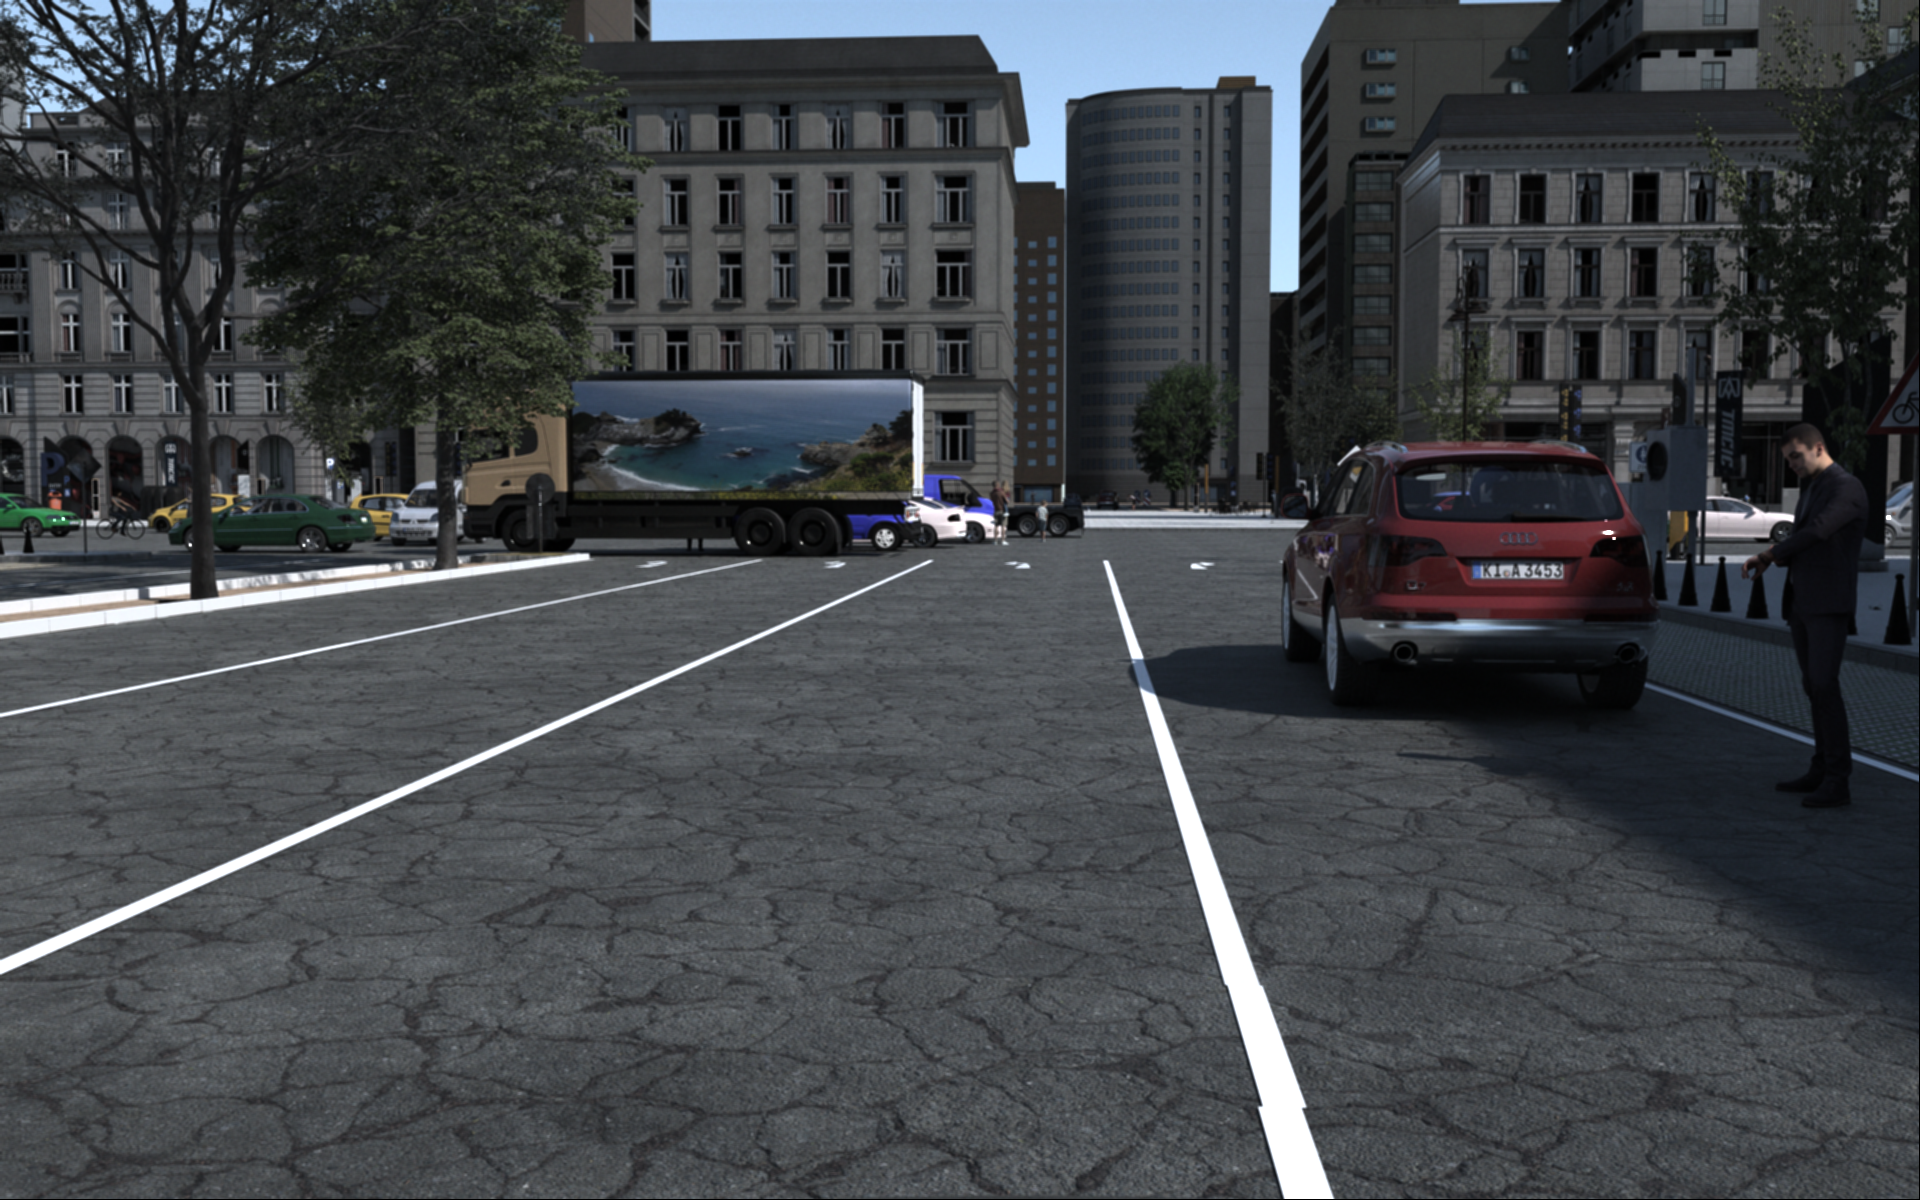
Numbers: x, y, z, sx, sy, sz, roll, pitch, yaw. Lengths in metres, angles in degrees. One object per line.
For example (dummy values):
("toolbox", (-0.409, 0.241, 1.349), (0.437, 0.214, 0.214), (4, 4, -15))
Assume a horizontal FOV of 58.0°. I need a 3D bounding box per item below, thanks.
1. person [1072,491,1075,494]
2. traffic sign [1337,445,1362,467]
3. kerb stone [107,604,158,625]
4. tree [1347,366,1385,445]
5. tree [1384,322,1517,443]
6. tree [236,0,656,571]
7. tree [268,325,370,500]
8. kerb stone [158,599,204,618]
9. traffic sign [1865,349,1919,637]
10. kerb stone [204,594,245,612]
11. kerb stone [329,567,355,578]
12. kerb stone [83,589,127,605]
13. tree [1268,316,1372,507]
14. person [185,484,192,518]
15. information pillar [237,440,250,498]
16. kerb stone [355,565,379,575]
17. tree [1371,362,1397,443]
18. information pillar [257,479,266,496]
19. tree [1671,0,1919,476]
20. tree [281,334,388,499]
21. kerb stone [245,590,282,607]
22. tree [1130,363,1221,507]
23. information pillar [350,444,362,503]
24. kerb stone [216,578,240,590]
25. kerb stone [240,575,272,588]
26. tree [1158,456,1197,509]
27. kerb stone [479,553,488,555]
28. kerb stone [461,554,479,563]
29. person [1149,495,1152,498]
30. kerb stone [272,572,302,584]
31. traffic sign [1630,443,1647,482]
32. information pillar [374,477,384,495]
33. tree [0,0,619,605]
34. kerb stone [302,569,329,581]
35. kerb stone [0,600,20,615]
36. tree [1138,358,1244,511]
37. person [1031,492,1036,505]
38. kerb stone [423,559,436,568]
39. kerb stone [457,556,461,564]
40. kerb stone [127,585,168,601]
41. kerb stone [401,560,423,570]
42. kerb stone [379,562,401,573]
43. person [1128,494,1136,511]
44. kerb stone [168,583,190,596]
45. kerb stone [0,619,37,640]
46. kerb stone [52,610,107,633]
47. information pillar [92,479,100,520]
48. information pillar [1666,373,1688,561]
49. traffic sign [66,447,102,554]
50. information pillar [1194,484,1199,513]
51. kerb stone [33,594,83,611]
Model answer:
("person", (13.259, -11.860, 203.076), (0.621, 1.740, 0.551), (-2, 4, -30))
("traffic sign", (8.073, -1.939, 35.349), (0.795, 2.450, 0.064), (0, 4, 4))
("kerb stone", (-9.341, 0.171, 19.399), (0.120, 0.150, 1.000), (0, 4, 4))
("tree", (24.147, -9.143, 99.849), (4.737, 8.622, 4.395), (0, 3, 0))
("tree", (21.496, -7.555, 73.892), (4.737, 8.622, 4.395), (0, 3, 0))
("tree", (-9.542, -6.814, 31.987), (7.486, 12.596, 7.792), (0, 3, 0))
("tree", (-26.201, -7.413, 71.573), (4.360, 8.622, 3.978), (0, 3, 0))
("kerb stone", (-9.265, 0.108, 20.429), (0.120, 0.150, 1.000), (0, 4, 4))
("traffic sign", (8.537, -0.945, 15.459), (0.884, 2.594, 0.081), (1, 4, 12))
("kerb stone", (-9.187, 0.051, 21.452), (0.120, 0.150, 1.000), (0, 4, 4))
("kerb stone", (-10.700, -0.461, 29.735), (0.120, 0.150, 1.000), (0, 4, 4))
("kerb stone", (-11.223, -0.022, 22.557), (0.120, 0.150, 1.000), (0, 4, 4))
("tree", (14.658, -7.379, 71.010), (4.360, 8.622, 3.978), (0, 3, 0))
("person", (-27.478, -3.240, 61.814), (0.599, 1.781, 0.374), (3, 5, 43))
("information pillar", (-30.782, -5.084, 74.473), (0.504, 3.616, 0.183), (0, 4, -2))
("kerb stone", (-10.634, -0.524, 30.761), (0.120, 0.150, 1.000), (0, 4, 4))
("tree", (21.783, -8.846, 94.989), (4.360, 8.622, 3.978), (0, 3, 0))
("information pillar", (-33.850, -4.858, 83.920), (0.304, 2.012, 0.304), (0, 4, 1))
("tree", (12.793, -4.580, 25.245), (4.737, 8.622, 4.395), (0, 3, 0))
("tree", (-28.132, -7.773, 77.443), (4.737, 8.622, 4.395), (0, 3, 0))
("kerb stone", (-9.118, -0.017, 22.478), (0.120, 0.150, 1.000), (0, 4, 4))
("tree", (20.715, -16.013, 168.473), (9.857, 13.997, 8.962), (0, 3, 0))
("information pillar", (-28.304, -5.490, 81.116), (0.504, 3.616, 0.183), (0, 4, 4))
("kerb stone", (-10.994, -0.210, 25.635), (0.120, 0.150, 1.000), (0, 4, 4))
("kerb stone", (-10.919, -0.271, 26.659), (0.120, 0.150, 1.000), (0, 4, 4))
("tree", (18.639, -10.122, 149.214), (4.285, 4.588, 4.351), (0, 3, 0))
("kerb stone", (-10.194, -0.899, 36.916), (0.120, 0.150, 1.000), (0, 4, 4))
("kerb stone", (-10.261, -0.837, 35.883), (0.120, 0.150, 1.000), (0, 4, 4))
("person", (23.317, -12.617, 214.412), (0.705, 1.869, 1.348), (-2, 4, -34))
("kerb stone", (-10.848, -0.336, 27.686), (0.120, 0.150, 1.000), (0, 4, 4))
("traffic sign", (13.374, -1.940, 33.855), (0.606, 2.300, 0.079), (1, 4, 12))
("information pillar", (-24.875, -4.264, 74.204), (0.304, 2.012, 0.304), (0, 4, -3))
("tree", (-9.874, -6.685, 22.127), (12.009, 13.543, 11.850), (0, 3, 0))
("kerb stone", (-10.776, -0.399, 28.711), (0.120, 0.150, 1.000), (0, 4, 4))
("kerb stone", (-11.365, 0.107, 20.509), (0.120, 0.150, 1.000), (0, 4, 4))
("tree", (17.276, -12.545, 130.872), (9.928, 11.665, 9.643), (0, 3, 0))
("person", (9.430, -13.028, 222.310), (0.742, 1.727, 0.445), (-3, 5, -41))
("kerb stone", (-10.408, -0.712, 33.832), (0.120, 0.150, 1.000), (0, 4, 4))
("kerb stone", (-10.336, -0.770, 34.856), (0.120, 0.150, 1.000), (0, 4, 4))
("kerb stone", (-11.138, -0.085, 23.587), (0.120, 0.150, 1.000), (0, 4, 4))
("kerb stone", (-10.479, -0.649, 32.808), (0.120, 0.150, 1.000), (0, 4, 4))
("kerb stone", (-10.561, -0.579, 31.785), (0.120, 0.150, 1.000), (0, 4, 4))
("person", (14.530, -8.254, 146.637), (0.628, 1.438, 0.799), (2, 4, 29))
("kerb stone", (-11.069, -0.148, 24.611), (0.120, 0.150, 1.000), (0, 4, 4))
("kerb stone", (-9.482, 0.296, 17.349), (0.120, 0.150, 1.000), (0, 4, 4))
("kerb stone", (-9.416, 0.236, 18.373), (0.120, 0.150, 1.000), (0, 4, 4))
("information pillar", (-42.212, -4.900, 84.606), (0.304, 2.012, 0.304), (-2, 4, -26))
("information pillar", (13.825, -2.563, 33.264), (0.183, 3.616, 0.504), (-1, 4, -12))
("traffic sign", (-18.851, -2.058, 37.288), (0.795, 2.450, 0.064), (0, 4, 4))
("information pillar", (16.464, -7.097, 120.531), (0.304, 2.012, 0.304), (2, 4, 30))
("kerb stone", (-11.288, 0.041, 21.532), (0.120, 0.150, 1.000), (0, 4, 4))
